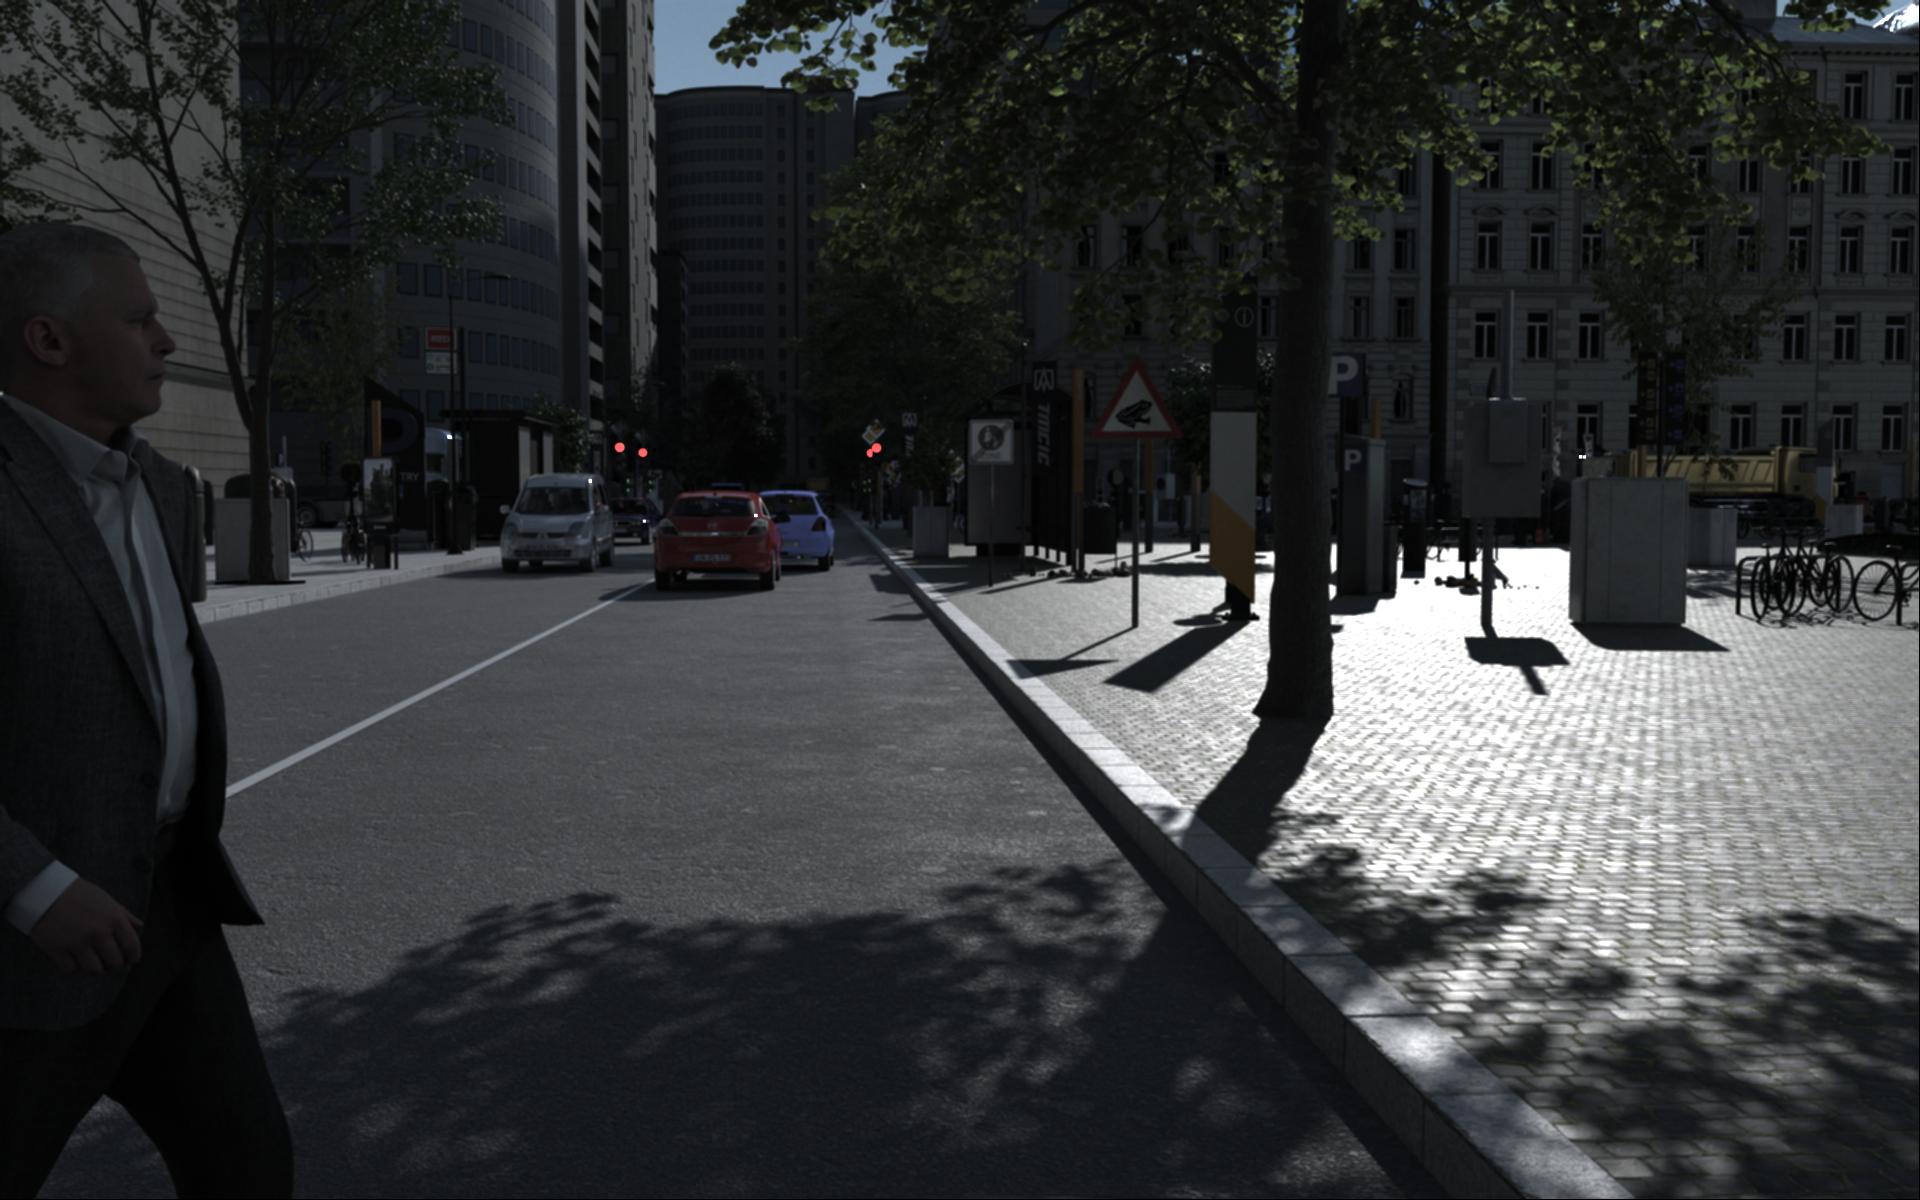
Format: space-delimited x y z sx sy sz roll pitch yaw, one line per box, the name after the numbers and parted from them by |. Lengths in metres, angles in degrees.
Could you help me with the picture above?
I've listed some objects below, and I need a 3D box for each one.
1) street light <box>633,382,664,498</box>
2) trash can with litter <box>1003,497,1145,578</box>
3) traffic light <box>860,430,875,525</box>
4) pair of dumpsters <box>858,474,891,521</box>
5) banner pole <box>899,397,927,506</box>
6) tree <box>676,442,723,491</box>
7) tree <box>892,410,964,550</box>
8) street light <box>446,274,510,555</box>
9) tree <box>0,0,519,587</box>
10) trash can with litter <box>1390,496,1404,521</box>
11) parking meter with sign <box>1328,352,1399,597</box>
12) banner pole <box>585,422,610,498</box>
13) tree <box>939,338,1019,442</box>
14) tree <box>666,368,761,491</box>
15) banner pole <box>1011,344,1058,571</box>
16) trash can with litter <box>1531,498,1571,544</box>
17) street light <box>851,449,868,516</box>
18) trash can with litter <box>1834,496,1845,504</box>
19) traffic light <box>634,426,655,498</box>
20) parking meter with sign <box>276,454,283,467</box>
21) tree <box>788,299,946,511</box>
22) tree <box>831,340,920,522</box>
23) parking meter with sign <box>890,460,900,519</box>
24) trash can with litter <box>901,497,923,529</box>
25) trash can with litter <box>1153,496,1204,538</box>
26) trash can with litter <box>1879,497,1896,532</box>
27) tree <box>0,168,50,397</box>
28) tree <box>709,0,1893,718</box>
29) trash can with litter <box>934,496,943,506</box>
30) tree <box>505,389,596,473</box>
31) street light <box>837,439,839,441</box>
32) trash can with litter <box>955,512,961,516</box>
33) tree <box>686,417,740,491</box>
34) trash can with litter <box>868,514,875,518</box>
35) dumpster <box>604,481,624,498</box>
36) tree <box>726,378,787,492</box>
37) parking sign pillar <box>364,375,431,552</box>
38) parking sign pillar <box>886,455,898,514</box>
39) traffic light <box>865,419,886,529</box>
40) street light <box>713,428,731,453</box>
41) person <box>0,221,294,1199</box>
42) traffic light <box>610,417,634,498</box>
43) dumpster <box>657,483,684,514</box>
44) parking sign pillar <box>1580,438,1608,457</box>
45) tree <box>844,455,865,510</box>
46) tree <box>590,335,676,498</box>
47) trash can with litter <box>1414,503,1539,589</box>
-13.003 -6.093 72.166 1.470 5.913 1.316 0 4 -4 | street light
1.803 -0.986 27.173 2.233 1.210 1.678 0 4 3 | trash can with litter
-3.729 -5.088 72.109 0.839 4.253 0.868 0 4 -4 | traffic light
-4.185 -5.048 85.034 1.574 2.255 4.437 0 4 -4 | pair of dumpsters
-1.143 -3.339 44.613 0.863 3.779 0.401 -1 4 -17 | banner pole
-16.607 -7.754 110.497 4.285 4.588 4.351 0 3 0 | tree
-0.834 -2.777 40.000 1.663 3.219 1.824 0 3 0 | tree
-10.193 -3.923 36.676 1.470 5.913 1.316 0 4 -4 | street light
-10.008 -6.017 24.132 9.928 11.665 9.643 0 3 0 | tree
20.592 -4.233 80.602 1.055 1.170 0.624 0 4 5 | trash can with litter
5.165 -1.586 22.186 0.543 3.016 1.738 2 4 31 | parking meter with sign
-12.367 -4.268 59.807 0.863 3.779 0.401 -1 4 -18 | banner pole
0.972 -7.863 78.915 4.360 8.622 3.978 0 3 0 | tree
-18.109 -11.804 127.409 7.601 10.594 8.767 -1 4 -9 | tree
1.255 -2.372 28.807 0.863 3.779 0.401 2 4 30 | banner pole
15.378 -2.045 44.819 1.055 1.170 0.624 0 4 -5 | trash can with litter
-5.888 -7.712 98.626 1.470 5.913 1.316 0 4 -4 | street light
64.221 -6.925 124.284 2.233 1.210 1.678 -1 4 -17 | trash can with litter
-13.012 -5.043 71.378 0.839 4.253 0.868 0 4 -4 | traffic light
-30.103 -4.794 74.647 1.738 3.016 0.543 0 4 0 | parking meter with sign
-5.344 -11.891 104.795 12.009 13.543 11.850 0 3 0 | tree
-3.665 -7.929 80.003 4.360 8.622 3.978 0 3 0 | tree
-3.295 -5.627 88.264 0.543 3.016 1.738 0 4 -1 | parking meter with sign
-1.614 -3.159 63.044 1.055 1.170 0.624 0 4 -1 | trash can with litter
6.429 -2.477 51.562 1.678 1.210 2.233 1 4 17 | trash can with litter
26.941 -2.395 50.215 1.678 1.210 2.233 2 4 33 | trash can with litter
-9.147 -1.884 14.520 4.285 4.588 4.351 0 3 0 | tree
2.387 -5.611 9.867 7.486 12.596 7.792 0 3 0 | tree
-0.978 -5.000 93.137 0.624 1.170 1.055 -1 4 -23 | trash can with litter
-13.084 -4.329 54.493 4.285 4.588 4.351 0 3 0 | tree
-9.689 -10.672 147.020 1.470 5.913 1.316 0 4 -4 | street light
-1.003 -5.540 101.635 2.233 1.210 1.678 0 4 2 | trash can with litter
-19.608 -11.477 138.010 4.737 8.622 4.395 0 3 0 | tree
-4.780 -5.022 93.494 0.624 1.170 1.055 -1 4 -19 | trash can with litter
-15.496 -4.308 76.187 1.264 1.857 1.865 0 4 -4 | dumpster
-23.635 -17.428 191.600 9.857 13.997 8.962 0 3 0 | tree
-12.738 -3.095 39.081 1.447 3.967 1.447 -1 4 -14 | parking sign pillar
-4.729 -7.642 113.412 1.447 3.967 1.447 -3 4 -36 | parking sign pillar
-3.114 -4.601 64.148 0.839 4.253 0.868 0 4 -4 | traffic light
-16.708 -9.092 121.201 1.470 5.913 1.316 0 4 -4 | street light
-1.099 0.404 2.297 0.834 1.777 0.661 0 4 -1 | person
-12.396 -4.556 63.417 0.839 4.253 0.868 0 4 -4 | traffic light
-14.683 -5.025 87.909 1.264 1.857 1.865 0 4 -5 | dumpster
28.261 -5.429 77.230 1.447 3.967 1.447 -3 4 -36 | parking sign pillar
-7.877 -9.621 141.023 4.285 4.588 4.351 0 3 0 | tree
-14.851 -7.914 79.748 4.360 8.622 3.978 0 3 0 | tree
7.295 -0.821 24.480 1.678 1.210 2.233 1 4 17 | trash can with litter
